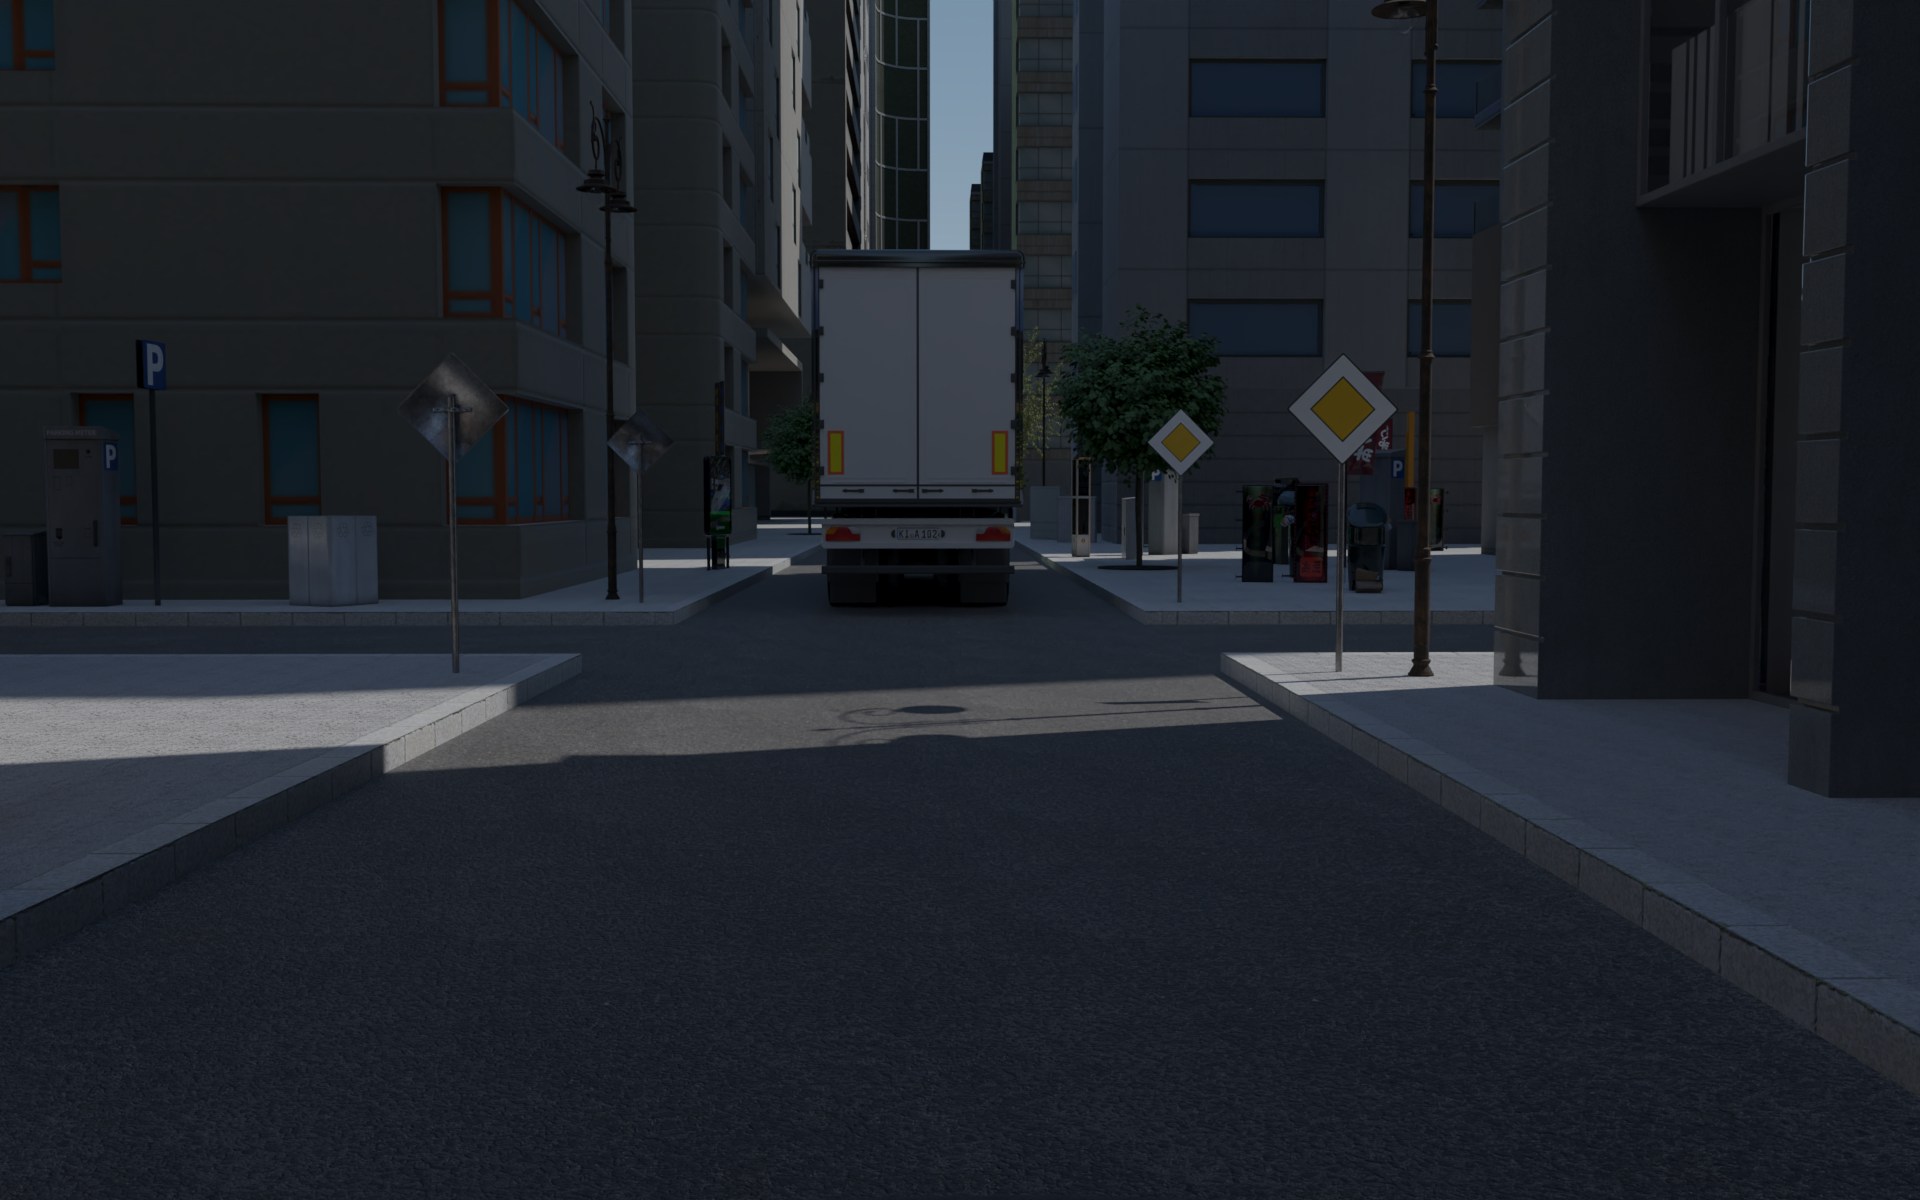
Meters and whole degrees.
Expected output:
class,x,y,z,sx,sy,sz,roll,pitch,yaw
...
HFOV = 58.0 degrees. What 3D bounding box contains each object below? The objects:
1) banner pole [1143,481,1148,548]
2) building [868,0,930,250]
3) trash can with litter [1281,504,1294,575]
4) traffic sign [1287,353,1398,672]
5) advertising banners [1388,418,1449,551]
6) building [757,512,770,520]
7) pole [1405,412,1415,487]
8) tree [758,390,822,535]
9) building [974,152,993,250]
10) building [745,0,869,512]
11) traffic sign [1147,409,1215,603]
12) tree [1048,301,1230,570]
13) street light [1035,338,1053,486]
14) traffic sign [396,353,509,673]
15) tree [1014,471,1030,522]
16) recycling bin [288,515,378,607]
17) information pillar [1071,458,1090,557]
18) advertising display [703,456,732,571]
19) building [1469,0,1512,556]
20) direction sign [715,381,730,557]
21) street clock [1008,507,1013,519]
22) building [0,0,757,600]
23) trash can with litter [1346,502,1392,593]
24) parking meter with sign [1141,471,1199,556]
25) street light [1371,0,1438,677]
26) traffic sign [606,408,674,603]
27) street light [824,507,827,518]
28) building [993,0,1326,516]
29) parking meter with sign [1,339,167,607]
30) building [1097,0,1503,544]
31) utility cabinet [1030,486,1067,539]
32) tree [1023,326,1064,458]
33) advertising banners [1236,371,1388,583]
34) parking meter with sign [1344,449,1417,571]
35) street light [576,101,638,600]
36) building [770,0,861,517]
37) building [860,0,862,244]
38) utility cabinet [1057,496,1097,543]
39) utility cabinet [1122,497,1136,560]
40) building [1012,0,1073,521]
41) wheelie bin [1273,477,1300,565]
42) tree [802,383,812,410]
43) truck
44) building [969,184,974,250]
class,x,y,z,sx,sy,sz,roll,pitch,yaw
banner pole,4.549,-3.168,41.811,0.401,3.779,0.863,3,5,43
building,-13.547,-45.887,188.496,20.611,71.187,20.563,0,4,-1
trash can with litter,5.282,-0.944,26.818,0.624,1.170,1.055,1,4,10
traffic sign,2.732,-0.538,12.446,0.795,2.450,0.064,0,4,-1
advertising banners,10.277,-2.653,39.565,0.090,3.025,2.074,-3,4,-37
building,-20.166,-29.390,69.762,28.713,52.752,27.495,0,4,-1
pole,11.177,-3.012,43.088,0.158,3.312,0.155,0,3,0
tree,-4.680,-4.345,54.749,4.285,4.588,4.351,0,3,0
building,8.724,-23.092,149.261,14.160,30.474,14.107,0,4,-1
building,-21.589,-34.635,155.519,27.495,52.752,28.713,0,4,-1
traffic sign,2.594,-1.027,20.430,0.795,2.450,0.064,0,4,-1
tree,3.137,-2.815,29.733,4.285,4.588,4.351,0,3,0
street light,2.493,-4.813,51.478,0.468,5.910,1.993,0,4,-1
traffic sign,-3.612,-0.533,12.358,0.795,2.450,0.064,0,4,-1
tree,2.283,-5.132,78.506,1.663,3.219,1.824,0,3,0
recycling bin,-7.272,-0.461,20.098,0.722,1.027,0.722,2,4,27
information pillar,2.459,-1.879,35.209,0.304,2.012,0.304,-1,4,-16
advertising display,-4.111,-1.481,29.421,0.123,1.923,0.974,1,4,14
building,17.977,-23.157,28.734,14.200,45.320,14.600,0,4,-1
direction sign,-4.865,-2.637,35.107,0.379,3.537,0.876,-1,4,-18
street clock,1.850,-3.613,63.645,0.471,2.002,0.358,-1,4,-13
building,-19.417,-11.594,34.594,27.650,21.520,28.899,0,4,-1
trash can with litter,5.417,-0.697,22.782,0.624,1.170,1.055,0,4,7
parking meter with sign,4.368,-2.466,36.587,1.738,3.016,0.543,-3,5,-45
street light,3.256,-2.402,12.054,0.468,5.910,1.993,0,4,-1
traffic sign,-3.749,-1.021,20.341,0.795,2.450,0.064,0,4,-1
street light,-4.939,-5.546,63.473,0.468,5.910,1.993,0,4,-1
building,12.918,-35.801,127.353,21.231,58.520,28.212,0,4,-1
parking meter with sign,-10.048,-1.441,19.828,1.738,3.016,0.543,0,4,0
building,14.256,-31.475,56.619,21.231,58.520,28.212,0,4,-1
utility cabinet,2.511,-2.462,48.939,0.318,1.500,1.173,-3,5,-43
tree,2.415,-7.595,74.539,4.737,8.622,4.395,0,3,0
advertising banners,5.030,-1.758,24.923,2.074,3.025,0.090,1,4,12
parking meter with sign,7.164,-2.027,29.404,0.543,3.016,1.738,-2,4,-34
street light,-4.232,-2.944,20.923,0.468,5.910,1.993,0,4,-1
building,-17.126,-29.466,105.479,21.300,48.544,21.600,0,4,-1
building,-14.325,-26.921,123.756,14.154,41.232,14.086,0,4,-1
utility cabinet,3.097,-2.118,45.793,1.020,1.237,0.306,1,4,15
utility cabinet,3.378,-1.416,34.307,0.306,1.237,1.020,0,4,1
building,9.575,-24.747,88.206,14.154,41.232,14.086,0,4,-1
wheelie bin,5.966,-1.451,31.639,0.693,1.594,0.980,-2,4,-28
tree,-6.203,-8.492,89.203,4.360,8.622,3.978,0,3,0
truck,-0.604,-2.237,25.494,2.839,4.237,11.283,0,4,-1
building,7.856,-23.973,163.665,14.160,30.474,14.107,0,4,-1
